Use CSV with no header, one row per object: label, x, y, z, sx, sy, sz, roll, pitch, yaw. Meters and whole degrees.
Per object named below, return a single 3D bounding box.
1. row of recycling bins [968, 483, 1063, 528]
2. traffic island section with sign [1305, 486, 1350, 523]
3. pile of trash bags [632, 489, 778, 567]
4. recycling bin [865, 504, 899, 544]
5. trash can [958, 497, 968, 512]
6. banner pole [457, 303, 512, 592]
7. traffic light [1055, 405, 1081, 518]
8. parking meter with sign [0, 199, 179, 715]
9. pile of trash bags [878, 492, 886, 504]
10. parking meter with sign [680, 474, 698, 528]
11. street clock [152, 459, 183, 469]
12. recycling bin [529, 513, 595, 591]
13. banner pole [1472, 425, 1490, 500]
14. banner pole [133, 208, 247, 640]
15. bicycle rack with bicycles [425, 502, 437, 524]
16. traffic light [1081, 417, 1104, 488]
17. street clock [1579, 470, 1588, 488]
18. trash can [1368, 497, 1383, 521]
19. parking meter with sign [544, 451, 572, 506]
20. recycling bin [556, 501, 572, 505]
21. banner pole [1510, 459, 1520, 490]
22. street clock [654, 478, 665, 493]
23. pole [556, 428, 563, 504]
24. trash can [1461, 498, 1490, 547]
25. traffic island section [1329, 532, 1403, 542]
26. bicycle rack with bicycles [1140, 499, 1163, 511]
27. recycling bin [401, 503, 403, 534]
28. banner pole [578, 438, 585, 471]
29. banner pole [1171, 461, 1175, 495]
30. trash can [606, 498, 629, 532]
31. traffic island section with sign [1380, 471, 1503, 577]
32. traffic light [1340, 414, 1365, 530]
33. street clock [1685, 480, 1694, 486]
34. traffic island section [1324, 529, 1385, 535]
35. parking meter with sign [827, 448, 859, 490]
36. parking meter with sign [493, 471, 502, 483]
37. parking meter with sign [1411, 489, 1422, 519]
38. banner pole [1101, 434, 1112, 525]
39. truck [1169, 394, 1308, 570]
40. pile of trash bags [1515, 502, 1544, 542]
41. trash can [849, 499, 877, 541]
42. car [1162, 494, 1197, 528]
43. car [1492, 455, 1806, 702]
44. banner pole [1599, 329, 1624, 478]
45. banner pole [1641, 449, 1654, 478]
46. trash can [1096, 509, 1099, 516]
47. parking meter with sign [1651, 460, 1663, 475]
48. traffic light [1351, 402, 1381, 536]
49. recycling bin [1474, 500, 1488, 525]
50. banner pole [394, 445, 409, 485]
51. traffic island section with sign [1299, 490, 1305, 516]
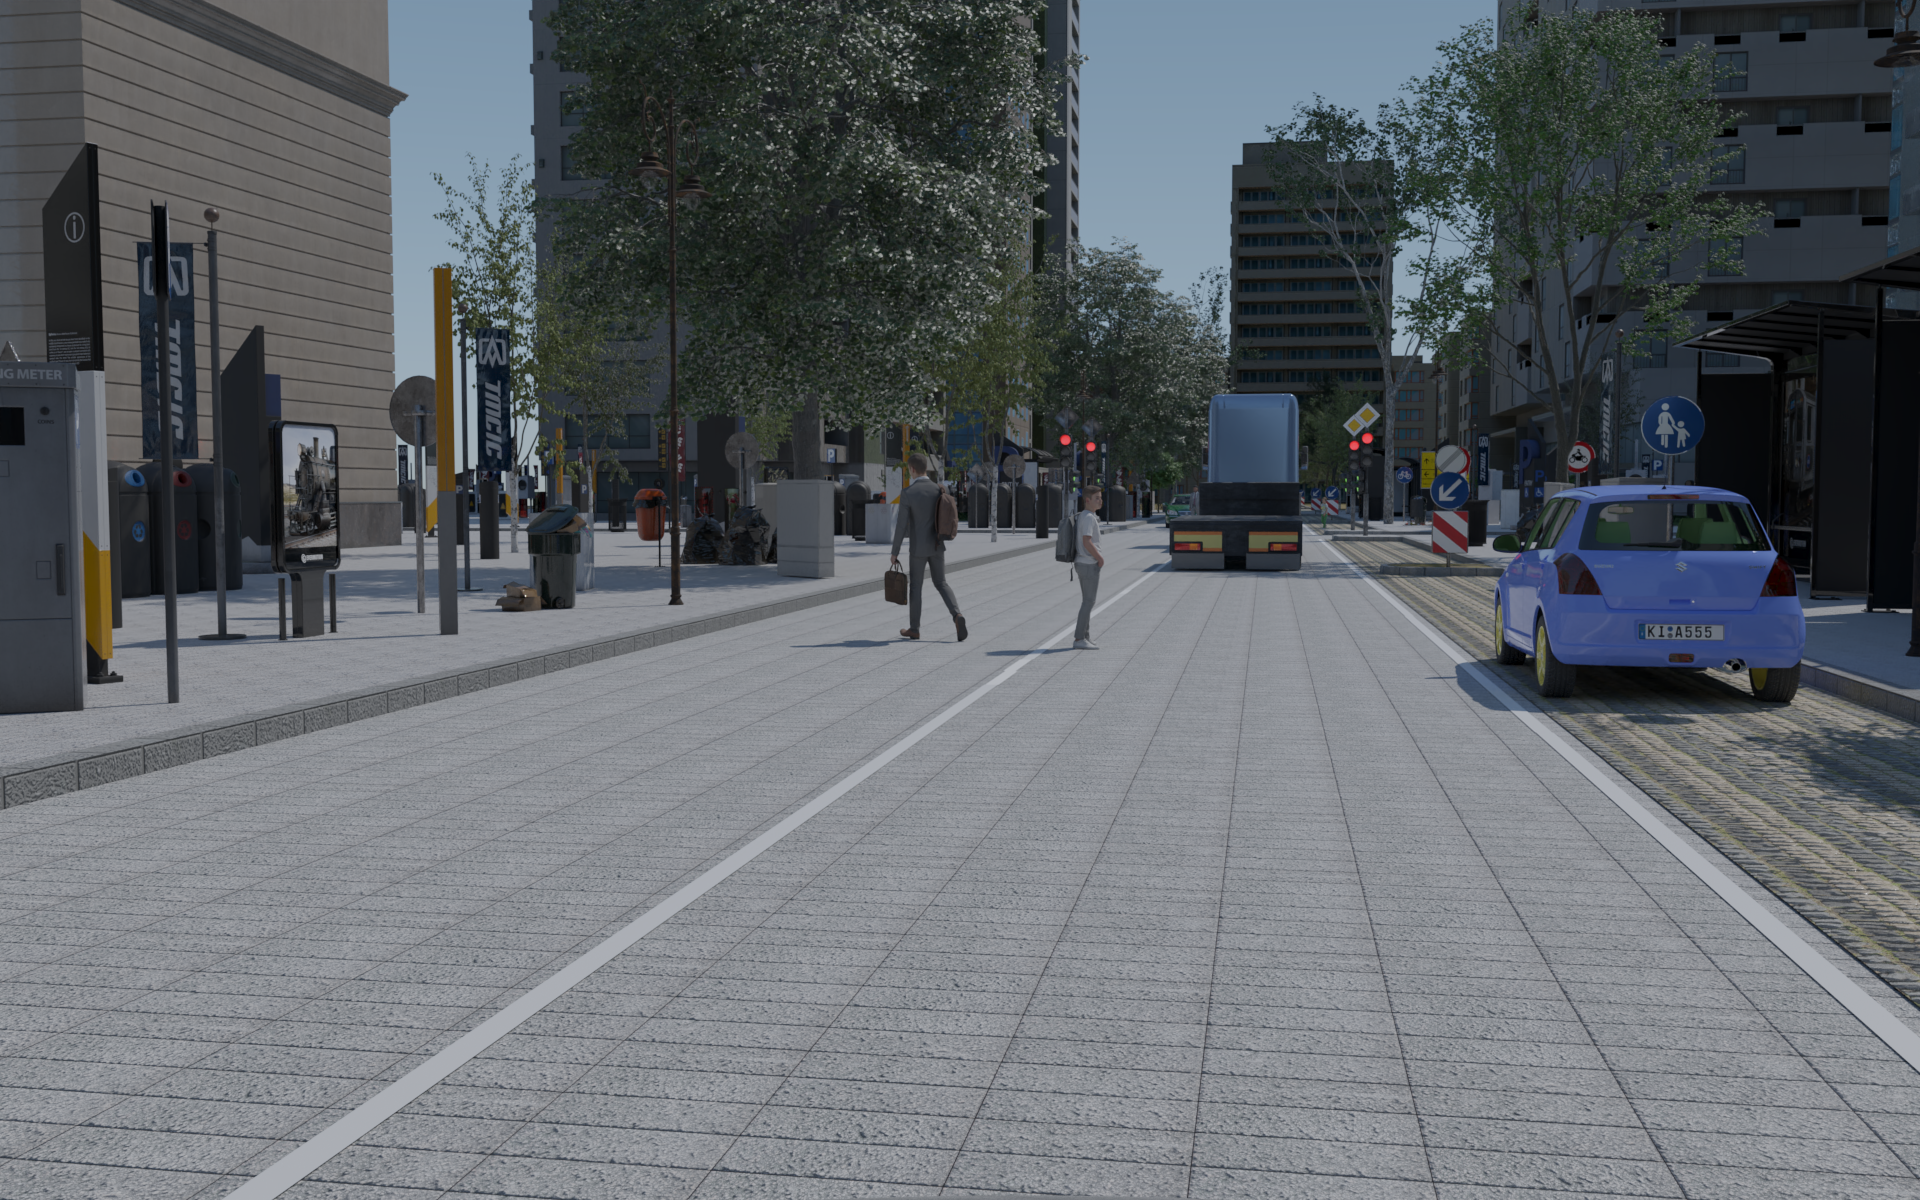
row of recycling bins,2.059,-3.573,65.528,3.534,1.692,1.069,0,4,1
traffic island section with sign,18.195,-4.692,85.345,1.989,1.847,2.006,1,4,10
pile of trash bags,-4.425,-1.335,31.576,3.447,1.369,1.912,-3,5,-43
recycling bin,-1.990,-1.979,44.918,0.722,1.027,0.722,1,4,22
trash can,0.182,-4.695,88.421,0.748,1.137,0.748,0,3,0
banner pole,-6.336,-2.016,22.981,0.863,3.779,0.401,-2,4,-33
traffic light,3.380,-4.026,54.739,0.839,4.253,0.868,1,4,10
parking meter with sign,-5.589,-0.854,10.221,1.738,3.016,0.543,-1,4,-23
pile of trash bags,-2.272,-3.641,69.281,1.912,1.369,3.447,-2,4,-34
parking meter with sign,-9.819,-4.283,66.286,1.738,3.016,0.543,-2,4,-25
street clock,-13.667,-1.550,29.911,0.471,2.002,0.358,1,4,19
recycling bin,-5.335,-0.652,23.221,0.722,1.027,0.722,0,4,1
banner pole,18.781,-4.443,62.658,0.863,3.779,0.401,-1,4,-19
banner pole,-6.772,-1.542,15.221,0.863,3.779,0.401,-1,4,-8
bicycle rack with bicycles,-23.118,-3.742,74.568,2.852,0.926,2.925,0,4,3
traffic light,4.772,-4.507,62.602,0.839,4.253,0.868,1,4,10
street clock,15.111,-2.296,42.105,0.358,2.002,0.471,1,4,15
trash can,21.956,-4.873,91.319,0.748,1.137,0.748,0,3,0
parking meter with sign,-16.035,-4.531,70.339,0.543,3.016,1.738,2,4,33
recycling bin,-15.215,-3.350,67.320,0.722,1.027,0.722,1,4,21
banner pole,39.404,-8.148,123.244,0.863,3.779,0.401,1,4,20
street clock,-13.813,-4.592,79.655,0.471,2.002,0.358,1,4,23
pole,-12.426,-3.665,53.769,0.158,3.312,0.155,0,3,0
trash can,12.610,-1.886,42.482,0.748,1.137,0.748,0,3,0
traffic island section,12.491,-1.895,53.262,2.009,0.180,2.903,1,4,10
bicycle rack with bicycles,14.087,-6.899,126.175,2.852,0.926,2.925,2,4,29
recycling bin,-18.533,-2.669,56.188,0.722,1.027,0.722,-2,4,-32
banner pole,-16.721,-5.295,76.594,0.401,3.779,0.863,1,4,12
banner pole,16.157,-8.888,135.330,0.863,3.779,0.401,-2,4,-24
trash can,-11.494,-2.841,58.103,0.748,1.137,0.748,0,3,0
traffic island section with sign,8.549,-1.363,30.911,1.989,1.847,2.006,1,4,10
traffic light,13.846,-4.410,61.018,0.839,4.253,0.868,1,4,10
street clock,37.959,-5.232,90.111,0.358,2.002,0.471,-2,4,-31
traffic island section,13.883,-2.376,61.125,2.009,0.180,2.903,1,4,10
parking meter with sign,-4.253,-4.313,66.781,1.738,3.016,0.543,-3,5,-39
parking meter with sign,-27.769,-6.510,102.699,0.543,3.016,1.738,1,4,9
parking meter with sign,24.093,-5.673,89.011,1.738,3.016,0.543,2,4,33
banner pole,6.045,-5.014,71.988,0.401,3.779,0.863,2,4,31
truck,6.808,-3.132,40.966,2.967,4.110,18.799,1,4,11
pile of trash bags,16.591,-2.276,46.966,3.447,1.369,1.912,-3,5,-42
trash can,-2.658,-2.188,47.426,0.748,1.137,0.748,0,3,0
car,9.761,-3.818,74.229,2.131,1.459,4.920,1,4,8
car,5.132,-0.226,13.279,1.945,1.707,3.694,1,4,10
banner pole,10.010,-2.241,26.660,0.401,3.779,0.863,0,4,-3
banner pole,37.970,-6.453,95.529,0.401,3.779,0.863,-3,5,-45
trash can,8.112,-5.392,99.810,0.748,1.137,0.748,0,3,0
parking meter with sign,35.428,-5.662,88.831,0.543,3.016,1.738,0,4,2
traffic light,12.453,-3.929,53.154,0.839,4.253,0.868,1,4,10
recycling bin,21.338,-3.610,71.577,0.722,1.027,0.722,-3,5,-41
banner pole,-24.911,-5.322,77.039,0.863,3.779,0.401,0,4,6
traffic island section with sign,22.979,-6.351,112.461,1.989,1.847,2.006,1,4,10
